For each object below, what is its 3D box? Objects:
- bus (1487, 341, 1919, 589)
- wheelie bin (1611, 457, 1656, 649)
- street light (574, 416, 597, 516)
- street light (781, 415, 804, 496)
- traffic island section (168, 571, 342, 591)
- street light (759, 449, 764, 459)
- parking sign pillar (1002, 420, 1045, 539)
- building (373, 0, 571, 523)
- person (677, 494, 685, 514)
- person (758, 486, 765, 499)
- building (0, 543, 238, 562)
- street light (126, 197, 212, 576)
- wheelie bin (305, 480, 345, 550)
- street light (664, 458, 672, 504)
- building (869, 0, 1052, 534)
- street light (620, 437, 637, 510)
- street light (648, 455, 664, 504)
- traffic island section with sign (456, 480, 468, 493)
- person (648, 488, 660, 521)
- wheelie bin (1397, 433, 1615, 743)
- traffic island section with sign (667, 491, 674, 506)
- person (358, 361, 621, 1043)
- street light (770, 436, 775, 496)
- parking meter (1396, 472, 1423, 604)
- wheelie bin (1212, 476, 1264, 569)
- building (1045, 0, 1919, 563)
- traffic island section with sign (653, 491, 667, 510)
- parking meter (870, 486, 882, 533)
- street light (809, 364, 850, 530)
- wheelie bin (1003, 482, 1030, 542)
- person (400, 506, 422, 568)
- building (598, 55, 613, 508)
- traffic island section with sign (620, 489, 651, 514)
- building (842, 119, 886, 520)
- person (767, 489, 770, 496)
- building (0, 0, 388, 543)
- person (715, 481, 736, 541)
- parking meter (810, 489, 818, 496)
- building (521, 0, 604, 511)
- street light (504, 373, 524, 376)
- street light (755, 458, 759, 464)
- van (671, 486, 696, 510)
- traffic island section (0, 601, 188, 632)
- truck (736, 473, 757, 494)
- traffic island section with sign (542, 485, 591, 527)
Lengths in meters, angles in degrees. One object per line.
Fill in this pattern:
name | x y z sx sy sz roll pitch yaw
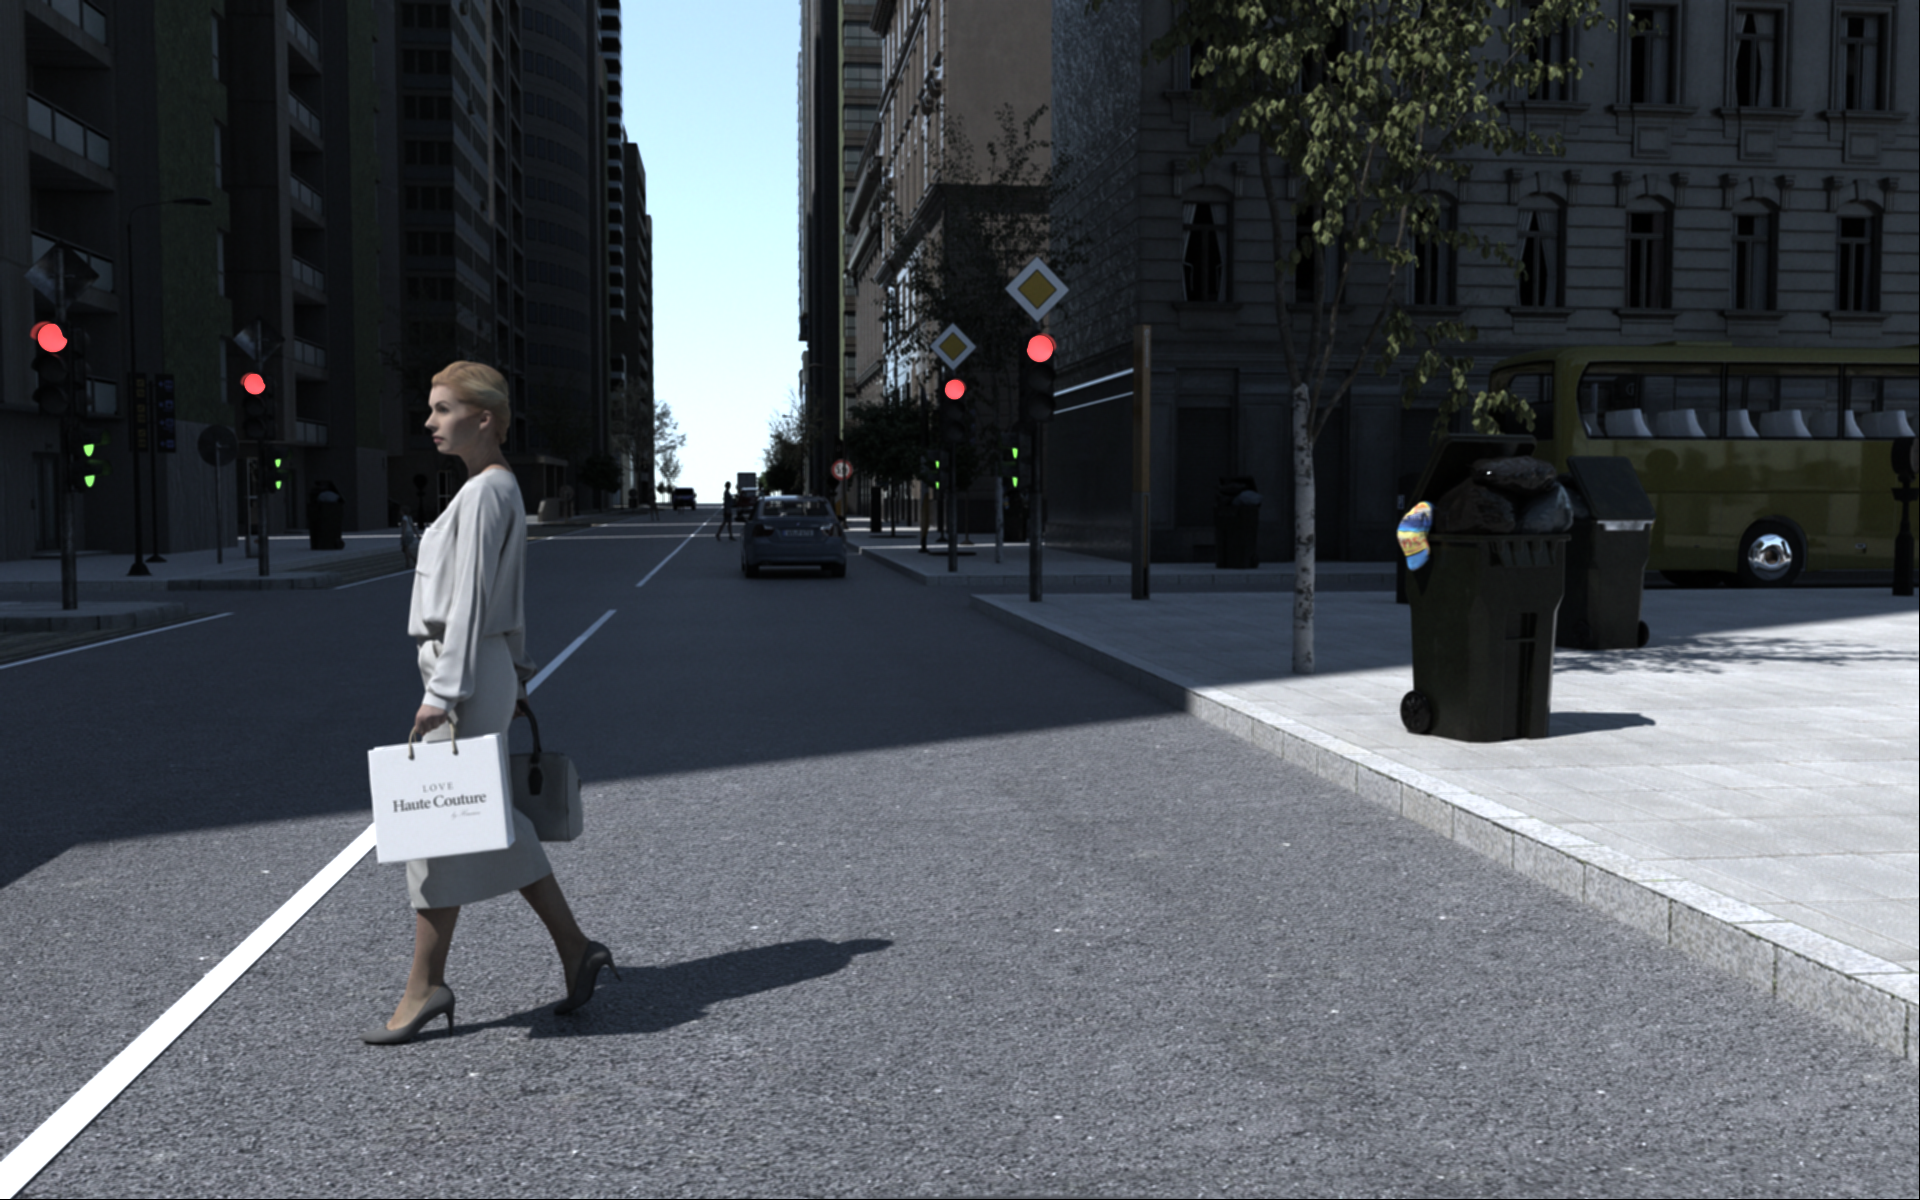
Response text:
bus | 14.358 -2.129 26.359 12.252 3.916 2.896 0 4 -6
wheelie bin | 5.296 -0.402 14.480 0.980 1.594 0.693 -1 4 -21
street light | -22.182 -7.961 102.706 1.470 5.913 1.316 0 4 -7
street light | -9.843 -7.940 102.360 1.470 5.913 1.316 0 4 -7
traffic island section | -10.950 -0.301 27.205 2.009 0.180 2.903 0 4 -7
street light | -19.764 -12.622 178.911 1.470 5.913 1.316 0 4 -7
parking sign pillar | 1.773 -3.794 50.499 1.447 3.967 1.447 -3 4 -36
building | -35.552 -23.802 81.044 32.217 40.220 23.993 0 4 -7
person | -20.005 -6.859 123.835 0.799 1.438 0.628 1 4 19
person | -10.531 -5.118 92.036 0.748 1.841 0.638 3 5 41
building | -23.608 -21.377 33.111 14.154 41.232 14.086 0 4 -7
street light | -12.390 -3.341 27.162 1.470 5.913 1.316 0 4 -7
wheelie bin | -14.604 -1.954 39.861 0.980 1.594 0.693 2 4 33
street light | -38.089 -15.482 225.664 1.470 5.913 1.316 0 4 -7
building | 3.602 -16.549 67.836 12.463 27.353 25.104 0 4 -7
street light | -27.189 -10.364 141.990 1.470 5.913 1.316 0 4 -7
street light | -32.857 -13.050 185.904 1.470 5.913 1.316 0 4 -7
traffic island section with sign | -13.683 -2.422 48.223 1.989 1.847 2.006 0 4 -7
person | -16.563 -5.188 93.658 0.599 1.781 0.374 1 4 15
wheelie bin | 2.812 -0.078 9.189 0.980 1.594 0.693 -2 4 -25
traffic island section with sign | -34.242 -12.160 207.448 1.989 1.847 2.006 0 4 -7
person | -1.248 0.261 4.587 0.624 1.780 0.694 0 4 3
street light | -14.541 -10.165 138.733 1.470 5.913 1.316 0 4 -7
parking meter | 5.319 -0.728 20.310 0.372 1.533 0.369 0 3 0
wheelie bin | 4.771 -1.340 29.816 0.980 1.594 0.693 3 4 36
building | 11.464 -11.498 37.144 18.267 20.994 9.793 0 4 -7
traffic island section with sign | -27.220 -8.841 153.179 1.989 1.847 2.006 0 4 -7
parking meter | -2.805 -3.023 57.841 0.372 1.533 0.369 0 3 0
street light | -4.686 -5.473 62.032 1.470 5.913 1.316 0 4 -7
wheelie bin | 1.490 -2.356 46.431 0.693 1.594 0.980 1 4 20
person | -10.555 -1.203 33.186 0.382 1.210 0.505 0 4 -2
building | -39.157 -28.892 155.974 14.154 41.232 14.086 0 4 -7
traffic island section with sign | -23.713 -7.175 125.931 1.989 1.847 2.006 0 4 -7
building | 1.091 -15.331 92.459 13.314 21.916 24.055 0 4 -7
person | -13.768 -7.125 124.936 0.705 1.831 1.348 0 4 -1
building | -27.150 -22.709 54.882 14.154 41.232 14.086 0 4 -7
person | -7.206 -2.744 53.389 0.654 1.822 0.581 1 4 14
parking meter | -7.267 -4.751 86.092 0.372 1.533 0.369 0 3 0
building | -39.664 -36.214 134.097 21.231 58.520 28.212 0 4 -7
street light | -17.383 -5.744 66.448 1.470 5.913 1.316 0 4 -7
street light | -25.269 -15.264 222.107 1.470 5.913 1.316 0 4 -7
van | -24.799 -9.266 155.883 2.240 2.365 5.245 0 4 -7
traffic island section | -9.928 0.183 19.285 2.009 0.180 2.903 0 4 -7
truck | -28.468 -14.808 231.017 2.839 4.237 11.283 0 4 -7
traffic island section with sign | -17.294 -4.136 76.249 1.989 1.847 2.006 0 4 -7
